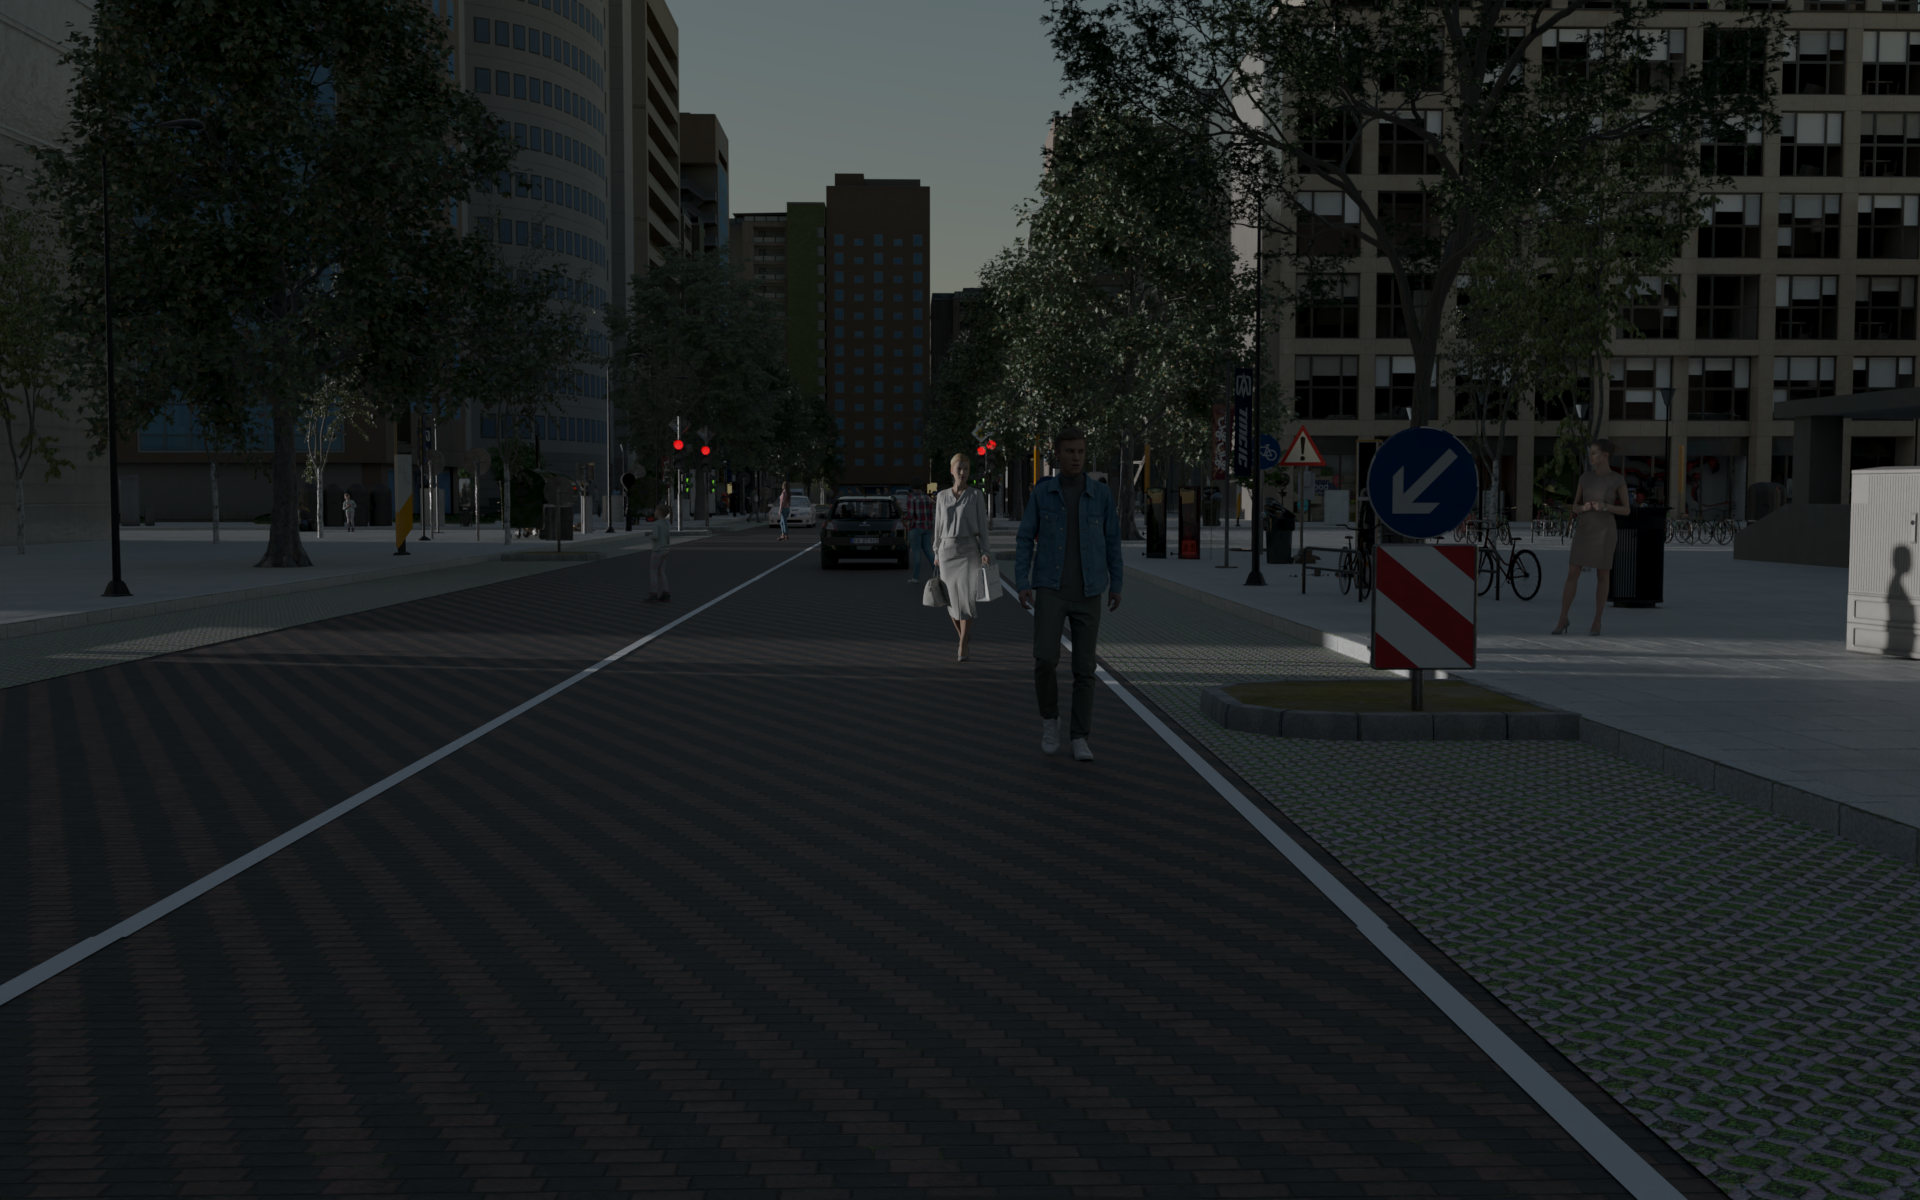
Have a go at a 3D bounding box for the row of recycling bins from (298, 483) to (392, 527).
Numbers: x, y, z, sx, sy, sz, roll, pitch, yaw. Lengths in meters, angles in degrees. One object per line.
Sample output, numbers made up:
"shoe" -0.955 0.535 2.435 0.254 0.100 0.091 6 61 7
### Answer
"row of recycling bins" -24.221 -3.744 68.319 3.534 1.692 1.069 -2 4 -33

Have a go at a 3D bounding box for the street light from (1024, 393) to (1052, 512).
"street light" 2.595 -5.351 60.034 1.470 5.913 1.316 0 4 -2

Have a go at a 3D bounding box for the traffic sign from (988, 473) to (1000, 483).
"traffic sign" 2.056 -6.521 106.717 0.768 2.556 0.104 0 4 -1

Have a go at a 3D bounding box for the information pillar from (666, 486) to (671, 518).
"information pillar" -15.411 -5.346 91.904 0.304 2.012 0.304 3 5 41

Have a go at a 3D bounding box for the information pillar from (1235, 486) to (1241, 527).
"information pillar" 10.978 -4.702 68.231 0.183 3.616 0.504 0 4 0

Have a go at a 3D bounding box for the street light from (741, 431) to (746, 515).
"street light" -12.506 -8.050 104.164 1.470 5.913 1.316 0 4 -2

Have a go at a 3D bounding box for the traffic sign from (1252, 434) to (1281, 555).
"traffic sign" 6.389 -2.235 36.642 0.768 2.556 0.104 0 4 6

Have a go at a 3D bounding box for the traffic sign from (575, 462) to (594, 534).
"traffic sign" -12.036 -3.270 55.601 0.606 2.300 0.079 0 4 2

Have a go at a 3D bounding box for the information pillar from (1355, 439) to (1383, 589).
"information pillar" 5.544 -1.162 23.498 0.304 2.012 0.304 2 4 23

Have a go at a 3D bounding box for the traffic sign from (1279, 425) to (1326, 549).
"traffic sign" 6.455 -1.999 32.691 0.884 2.594 0.081 0 4 4

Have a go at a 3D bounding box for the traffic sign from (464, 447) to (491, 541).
"traffic sign" -13.110 -2.870 47.028 0.768 2.556 0.104 0 4 6

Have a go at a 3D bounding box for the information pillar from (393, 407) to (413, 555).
"information pillar" -11.688 -2.750 36.321 0.183 3.616 0.504 1 4 19

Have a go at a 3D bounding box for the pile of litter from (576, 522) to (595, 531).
"pile of litter" -13.369 -2.800 59.748 1.719 0.858 1.176 -2 4 -28

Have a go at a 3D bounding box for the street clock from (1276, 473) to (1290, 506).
"street clock" 10.920 -3.312 58.728 0.471 2.002 0.358 3 5 40

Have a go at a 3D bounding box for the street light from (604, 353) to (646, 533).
"street light" -11.065 -5.183 57.280 1.470 5.913 1.316 0 4 -2

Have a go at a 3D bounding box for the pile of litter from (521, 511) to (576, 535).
"pile of litter" -13.175 -2.483 54.562 1.719 0.858 1.176 -2 4 -28

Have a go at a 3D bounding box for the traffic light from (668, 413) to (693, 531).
"traffic light" -9.701 -4.353 60.100 0.839 4.253 0.868 0 4 -2

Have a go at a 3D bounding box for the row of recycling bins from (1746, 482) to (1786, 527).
"row of recycling bins" 27.982 -3.246 60.181 1.069 1.692 3.534 2 4 32

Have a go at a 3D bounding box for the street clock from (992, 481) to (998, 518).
"street clock" 1.804 -5.401 92.883 0.358 2.002 0.471 -2 4 -30

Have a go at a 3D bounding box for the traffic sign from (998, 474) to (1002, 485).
"traffic sign" 2.584 -6.834 111.465 0.795 2.593 0.064 0 4 5

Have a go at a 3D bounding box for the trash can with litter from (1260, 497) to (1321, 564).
"trash can with litter" 6.080 -1.258 31.948 1.055 1.170 0.624 -1 4 -16

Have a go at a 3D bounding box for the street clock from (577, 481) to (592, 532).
"street clock" -12.562 -3.262 57.911 0.358 2.002 0.471 3 5 40

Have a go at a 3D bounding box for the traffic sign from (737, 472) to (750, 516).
"traffic sign" -12.688 -6.211 101.649 0.768 2.556 0.104 0 4 5

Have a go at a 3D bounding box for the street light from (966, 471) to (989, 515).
"street light" 1.186 -8.254 107.499 1.470 5.913 1.316 0 4 -2

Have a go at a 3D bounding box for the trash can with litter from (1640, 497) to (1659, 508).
"trash can with litter" 24.365 -3.046 61.190 0.624 1.170 1.055 1 4 23

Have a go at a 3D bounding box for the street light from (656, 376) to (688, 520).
"street light" -11.378 -5.852 68.216 1.470 5.913 1.316 0 4 -2

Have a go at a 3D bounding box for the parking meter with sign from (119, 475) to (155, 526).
"parking meter with sign" -33.155 -4.458 69.155 1.738 3.016 0.543 -2 4 -31

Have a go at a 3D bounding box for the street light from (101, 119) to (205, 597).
"street light" -10.055 -3.001 21.602 1.470 5.913 1.316 0 4 -2

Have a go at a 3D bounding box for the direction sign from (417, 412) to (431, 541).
"direction sign" -14.784 -3.404 47.659 0.379 3.537 0.876 0 4 -6

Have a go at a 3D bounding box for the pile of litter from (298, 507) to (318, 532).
"pile of litter" -22.570 -2.754 58.986 1.176 0.858 1.719 3 5 44

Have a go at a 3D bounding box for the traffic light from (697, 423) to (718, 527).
"traffic light" -9.938 -4.842 68.081 0.839 4.253 0.868 0 4 -2

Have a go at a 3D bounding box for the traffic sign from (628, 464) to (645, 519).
"traffic sign" -13.693 -4.480 73.357 0.768 2.556 0.104 0 4 0

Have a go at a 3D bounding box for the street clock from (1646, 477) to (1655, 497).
"street clock" 28.895 -4.153 72.467 0.358 2.002 0.471 3 4 36

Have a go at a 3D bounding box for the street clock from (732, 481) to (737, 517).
"street clock" -12.738 -5.705 97.849 0.358 2.002 0.471 0 4 -1

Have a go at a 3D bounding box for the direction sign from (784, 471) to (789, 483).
"direction sign" -14.218 -9.150 141.595 0.379 3.537 0.876 -3 4 -36

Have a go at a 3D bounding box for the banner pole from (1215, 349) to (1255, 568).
"banner pole" 4.814 -2.453 30.125 0.863 3.779 0.401 -3 4 -37

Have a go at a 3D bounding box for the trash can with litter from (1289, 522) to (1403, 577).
"trash can with litter" 6.221 -0.976 27.012 2.233 1.210 1.678 0 4 0

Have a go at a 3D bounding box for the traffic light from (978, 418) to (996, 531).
"traffic light" 1.055 -4.374 60.434 0.839 4.253 0.868 0 4 -2

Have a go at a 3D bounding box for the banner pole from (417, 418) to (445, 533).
"banner pole" -17.367 -4.081 56.744 0.863 3.779 0.401 0 4 -6

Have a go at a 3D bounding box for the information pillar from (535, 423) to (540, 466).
"information pillar" -13.932 -4.026 57.185 0.183 3.616 0.504 0 4 -7

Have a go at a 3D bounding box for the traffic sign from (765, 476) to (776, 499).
"traffic sign" -13.343 -7.462 122.107 0.768 2.556 0.104 0 4 1

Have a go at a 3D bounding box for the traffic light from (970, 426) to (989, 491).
"traffic light" 0.819 -4.862 68.415 0.839 4.253 0.868 0 4 -2

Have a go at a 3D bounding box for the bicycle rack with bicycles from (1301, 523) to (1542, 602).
"bicycle rack with bicycles" 5.554 -0.511 21.744 2.852 0.926 2.925 -1 4 -10

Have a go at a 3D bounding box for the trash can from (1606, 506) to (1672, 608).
"trash can" 7.659 -0.488 19.638 0.748 1.137 0.748 0 3 0

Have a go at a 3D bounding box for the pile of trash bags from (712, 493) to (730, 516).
"pile of trash bags" -14.757 -5.780 104.260 1.912 1.369 3.447 1 4 17

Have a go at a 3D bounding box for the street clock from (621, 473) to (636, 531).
"street clock" -11.410 -3.365 59.583 0.471 2.002 0.358 -2 4 -24

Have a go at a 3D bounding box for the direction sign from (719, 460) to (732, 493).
"direction sign" -15.581 -7.528 115.072 0.876 3.537 0.379 -1 4 -22

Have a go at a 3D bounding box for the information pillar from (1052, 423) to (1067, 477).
"information pillar" 3.294 -4.010 56.925 0.504 3.616 0.183 -2 4 -29

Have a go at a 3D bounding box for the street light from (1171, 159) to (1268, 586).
"street light" 3.616 -3.158 24.173 1.470 5.913 1.316 0 4 -2

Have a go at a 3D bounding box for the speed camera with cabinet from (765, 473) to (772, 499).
"speed camera with cabinet" -16.578 -9.090 142.956 2.038 3.252 0.660 0 4 -7

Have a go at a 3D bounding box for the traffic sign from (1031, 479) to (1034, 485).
"traffic sign" 4.889 -6.726 109.981 0.884 2.594 0.081 0 4 8

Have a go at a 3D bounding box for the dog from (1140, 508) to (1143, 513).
"dog" 12.417 -6.077 117.099 0.748 0.427 0.550 -1 4 -20

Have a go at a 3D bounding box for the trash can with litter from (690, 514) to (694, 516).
"trash can with litter" -15.534 -5.436 100.263 0.624 1.170 1.055 -1 4 -9

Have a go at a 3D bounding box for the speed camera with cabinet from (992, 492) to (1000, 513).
"speed camera with cabinet" 2.786 -7.648 119.375 0.660 3.252 2.038 -3 4 -37

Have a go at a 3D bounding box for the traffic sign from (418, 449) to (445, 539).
"traffic sign" -15.010 -3.001 49.180 0.768 2.556 0.104 0 4 4
